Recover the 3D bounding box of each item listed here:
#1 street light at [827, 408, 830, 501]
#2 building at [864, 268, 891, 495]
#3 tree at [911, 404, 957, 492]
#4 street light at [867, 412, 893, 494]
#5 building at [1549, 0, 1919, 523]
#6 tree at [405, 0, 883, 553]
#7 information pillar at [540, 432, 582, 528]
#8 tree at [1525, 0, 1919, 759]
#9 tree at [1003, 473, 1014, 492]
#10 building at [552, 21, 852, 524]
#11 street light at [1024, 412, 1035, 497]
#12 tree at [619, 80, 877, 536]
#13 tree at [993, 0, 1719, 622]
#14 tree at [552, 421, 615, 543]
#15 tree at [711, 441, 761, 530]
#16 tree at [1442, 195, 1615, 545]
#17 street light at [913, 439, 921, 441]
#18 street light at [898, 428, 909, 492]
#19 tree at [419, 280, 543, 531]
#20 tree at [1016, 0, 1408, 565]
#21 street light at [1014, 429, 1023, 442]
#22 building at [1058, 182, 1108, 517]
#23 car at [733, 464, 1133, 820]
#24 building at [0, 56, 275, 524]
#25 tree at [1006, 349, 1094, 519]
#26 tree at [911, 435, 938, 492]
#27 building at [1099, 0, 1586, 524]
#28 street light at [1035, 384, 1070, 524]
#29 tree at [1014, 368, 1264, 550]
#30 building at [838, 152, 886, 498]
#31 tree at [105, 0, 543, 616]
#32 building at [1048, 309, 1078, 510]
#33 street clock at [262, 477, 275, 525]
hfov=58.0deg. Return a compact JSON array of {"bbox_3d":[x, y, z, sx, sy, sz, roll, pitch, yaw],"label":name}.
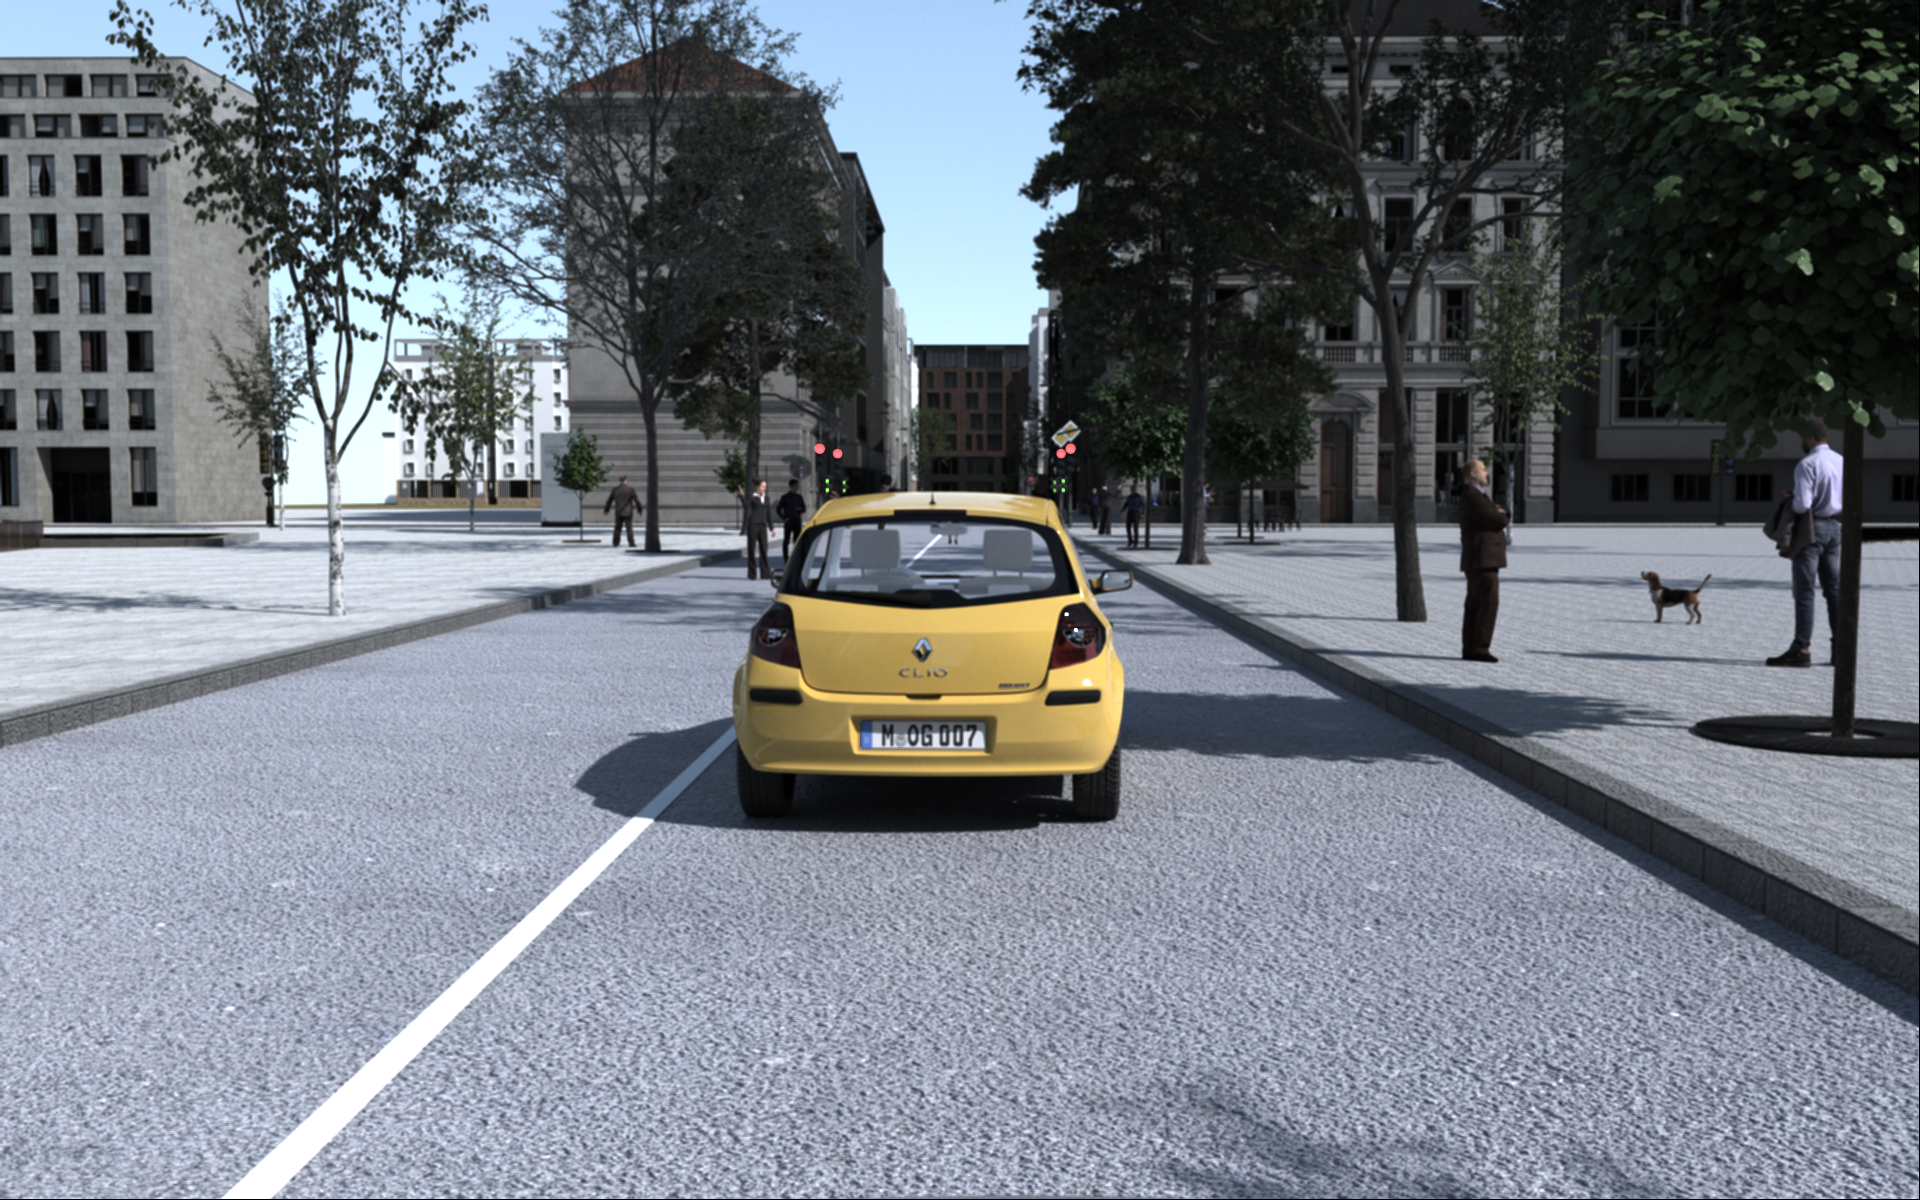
[{"bbox_3d":[-5.024,-6.158,73.222,1.470,5.913,1.316,0,4,1],"label":"street light"},{"bbox_3d":[-10.694,-17.465,134.701,9.793,20.994,18.267,0,4,1],"label":"building"},{"bbox_3d":[-4.394,-16.652,198.017,9.928,11.665,9.643,0,3,0],"label":"tree"},{"bbox_3d":[-4.655,-7.655,97.703,1.470,5.913,1.316,0,4,1],"label":"street light"},{"bbox_3d":[38.214,-17.549,80.433,24.014,27.812,14.314,0,4,1],"label":"building"},{"bbox_3d":[-6.734,-7.781,37.582,12.009,13.543,11.850,0,3,0],"label":"tree"},{"bbox_3d":[-15.263,-4.585,66.279,1.656,3.620,0.184,1,4,15],"label":"information pillar"},{"bbox_3d":[4.563,-1.547,9.003,4.285,4.588,4.351,0,3,0],"label":"tree"},{"bbox_3d":[7.255,-14.823,226.074,4.285,4.588,4.351,0,3,0],"label":"tree"},{"bbox_3d":[-11.802,-15.183,84.404,11.583,22.565,21.152,0,4,1],"label":"building"},{"bbox_3d":[4.537,-7.699,98.415,1.470,5.913,1.316,0,4,1],"label":"street light"},{"bbox_3d":[-6.263,-8.918,53.235,7.806,13.903,7.818,0,3,0],"label":"tree"},{"bbox_3d":[4.447,-5.081,17.481,8.767,10.594,7.601,-1,4,-22],"label":"tree"},{"bbox_3d":[-9.981,-3.153,46.159,1.663,3.219,1.824,0,3,0],"label":"tree"},{"bbox_3d":[-8.013,-4.164,62.676,1.663,3.219,1.824,0,3,0],"label":"tree"},{"bbox_3d":[13.995,-5.694,43.454,4.737,8.622,4.395,0,3,0],"label":"tree"},{"bbox_3d":[-3.989,-10.679,147.140,1.470,5.913,1.316,0,4,1],"label":"street light"},{"bbox_3d":[-4.377,-9.153,122.185,1.470,5.913,1.316,0,4,1],"label":"street light"},{"bbox_3d":[-16.929,-6.729,60.378,4.737,8.622,4.395,0,3,0],"label":"tree"},{"bbox_3d":[4.317,-6.687,31.385,6.751,12.117,7.091,0,3,0],"label":"tree"},{"bbox_3d":[4.790,-9.196,122.897,1.470,5.913,1.316,0,4,1],"label":"street light"},{"bbox_3d":[13.316,-17.642,107.532,14.460,24.649,34.723,0,4,1],"label":"building"},{"bbox_3d":[-0.072,0.070,9.076,2.015,1.641,3.980,0,4,2],"label":"car"},{"bbox_3d":[-42.125,-13.739,79.392,16.860,20.320,10.420,0,4,1],"label":"building"},{"bbox_3d":[4.976,-8.374,87.277,4.360,8.622,3.978,0,3,0],"label":"tree"},{"bbox_3d":[-4.721,-15.563,204.821,4.360,8.622,3.978,0,3,0],"label":"tree"},{"bbox_3d":[16.203,-15.252,78.250,19.941,23.489,11.050,0,4,1],"label":"building"},{"bbox_3d":[4.045,-6.148,73.058,1.470,5.913,1.316,0,4,1],"label":"street light"},{"bbox_3d":[4.275,-3.440,39.963,4.285,4.588,4.351,0,3,0],"label":"tree"},{"bbox_3d":[-12.670,-17.813,110.309,14.314,24.678,30.058,0,4,1],"label":"building"},{"bbox_3d":[-6.481,-4.127,17.831,4.360,8.622,3.978,0,3,0],"label":"tree"},{"bbox_3d":[15.485,-16.669,139.992,16.820,18.784,16.811,0,4,1],"label":"building"},{"bbox_3d":[-29.113,-4.184,72.974,0.471,2.002,0.358,0,4,3],"label":"street clock"}]
